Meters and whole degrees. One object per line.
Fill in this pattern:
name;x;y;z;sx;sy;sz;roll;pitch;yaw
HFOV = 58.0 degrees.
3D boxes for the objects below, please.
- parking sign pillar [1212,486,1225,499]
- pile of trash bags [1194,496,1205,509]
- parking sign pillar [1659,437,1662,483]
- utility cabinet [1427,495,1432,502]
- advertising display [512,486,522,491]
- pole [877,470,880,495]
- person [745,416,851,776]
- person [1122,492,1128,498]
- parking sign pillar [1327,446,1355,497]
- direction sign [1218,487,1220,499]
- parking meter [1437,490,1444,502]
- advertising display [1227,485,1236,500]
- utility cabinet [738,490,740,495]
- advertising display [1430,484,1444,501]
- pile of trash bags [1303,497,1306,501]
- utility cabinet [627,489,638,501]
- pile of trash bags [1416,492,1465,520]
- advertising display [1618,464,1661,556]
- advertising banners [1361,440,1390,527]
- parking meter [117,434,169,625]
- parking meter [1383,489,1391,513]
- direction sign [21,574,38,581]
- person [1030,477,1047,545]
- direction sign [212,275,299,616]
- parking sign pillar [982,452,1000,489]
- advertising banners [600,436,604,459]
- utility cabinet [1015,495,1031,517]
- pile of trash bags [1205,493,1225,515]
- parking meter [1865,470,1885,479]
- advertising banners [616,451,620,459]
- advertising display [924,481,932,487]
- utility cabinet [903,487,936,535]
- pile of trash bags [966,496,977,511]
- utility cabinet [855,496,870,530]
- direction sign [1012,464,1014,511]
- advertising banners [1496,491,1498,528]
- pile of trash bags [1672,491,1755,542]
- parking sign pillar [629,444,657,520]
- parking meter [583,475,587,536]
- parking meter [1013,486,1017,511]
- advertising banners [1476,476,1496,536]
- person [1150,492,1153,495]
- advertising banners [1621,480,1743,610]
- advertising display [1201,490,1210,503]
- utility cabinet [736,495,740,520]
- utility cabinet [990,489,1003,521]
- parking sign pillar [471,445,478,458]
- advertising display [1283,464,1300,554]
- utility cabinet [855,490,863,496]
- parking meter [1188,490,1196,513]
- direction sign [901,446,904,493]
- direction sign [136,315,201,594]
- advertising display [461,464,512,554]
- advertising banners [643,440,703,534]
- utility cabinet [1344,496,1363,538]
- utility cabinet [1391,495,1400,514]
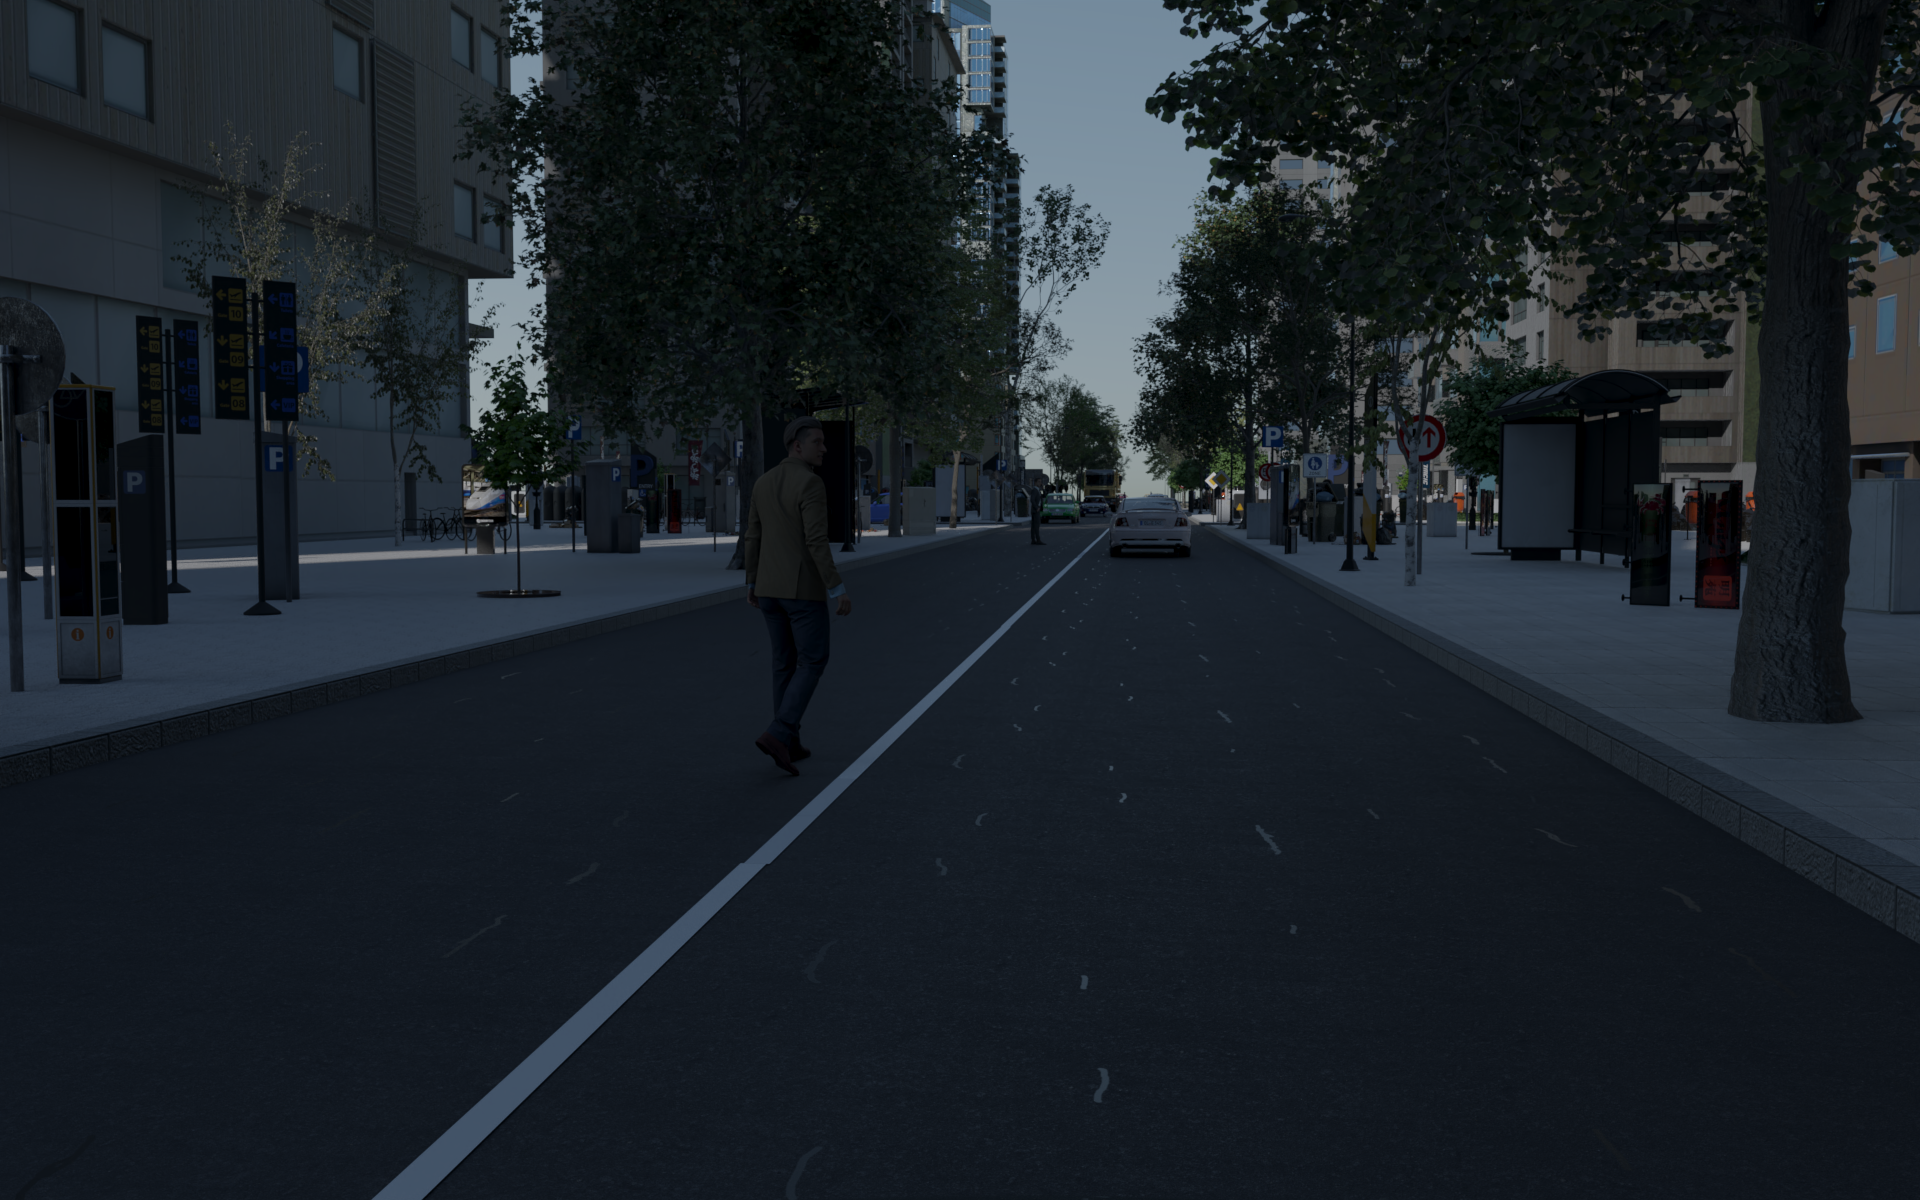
parking sign pillar;18.454;-8.190;122.376;1.447;3.967;1.447;1;4;16
pile of trash bags;20.573;-8.224;144.208;1.912;1.369;3.447;0;4;-4
parking sign pillar;32.513;-5.707;81.785;1.447;3.967;1.447;-2;4;-29
utility cabinet;26.656;-5.324;98.203;0.306;1.237;1.020;1;4;19
advertising display;-31.023;-7.085;121.053;0.974;1.923;0.123;2;4;32
pole;-6.799;-9.236;144.850;0.158;3.312;0.155;0;3;0
person;-0.855;-0.039;9.043;0.656;1.842;0.836;1;4;13
person;23.156;-14.293;242.871;1.217;1.739;0.721;-3;5;-40
parking sign pillar;18.703;-5.908;85.062;1.447;3.967;1.447;3;5;41
direction sign;17.363;-7.589;116.076;0.876;3.537;0.379;-2;4;-28
parking meter;27.560;-5.560;99.322;0.372;1.533;0.369;0;3;0
advertising display;15.924;-5.912;101.877;0.123;1.923;0.974;-2;4;-26
utility cabinet;-11.373;-5.089;91.877;0.318;1.500;1.173;-2;4;-32
advertising display;30.148;-6.378;109.493;0.974;1.923;0.123;-2;4;-24
pile of trash bags;28.928;-8.482;148.436;3.447;1.369;1.912;1;4;21
utility cabinet;-29.153;-8.860;153.544;1.173;1.500;0.318;0;4;1
pile of trash bags;23.304;-4.508;83.460;1.912;1.369;3.447;-1;4;-15
advertising display;14.157;-1.892;36.140;0.974;1.923;0.123;-1;4;-17
advertising banners;13.446;-3.648;55.838;0.090;3.025;2.074;2;4;35
parking meter;-8.046;-0.692;17.028;0.399;1.863;0.255;0;4;5
parking meter;22.169;-4.988;89.968;0.372;1.533;0.369;0;3;0
direction sign;-13.862;-2.050;25.518;0.876;3.537;0.379;2;4;24
person;2.232;-2.525;49.138;0.474;1.900;0.648;0;4;4
direction sign;-7.428;-1.611;18.337;0.876;3.537;0.379;-3;5;-45
parking sign pillar;2.017;-7.572;112.275;1.447;3.967;1.447;2;4;29
advertising banners;-10.762;-3.371;51.309;0.090;3.025;2.074;0;4;2
utility cabinet;3.659;-5.338;98.444;1.020;1.237;0.306;1;4;21
pile of trash bags;16.123;-5.824;104.969;1.912;1.369;3.447;0;4;2
parking meter;22.014;-2.201;41.704;0.255;1.863;0.399;-2;4;-24
advertising banners;-14.132;-4.546;70.512;0.090;3.025;2.074;-2;4;-27
advertising display;-1.499;-4.768;83.166;0.123;1.923;0.974;1;4;23
utility cabinet;-1.248;-2.751;53.658;0.318;1.500;1.173;3;5;44
pile of trash bags;1.397;-7.604;134.074;1.912;1.369;3.447;3;5;44
utility cabinet;-3.719;-3.096;61.786;1.020;1.237;0.306;0;4;5
direction sign;3.983;-8.514;131.201;0.379;3.537;0.876;0;3;0
advertising banners;19.651;-4.057;62.518;0.090;3.025;2.074;-2;4;-28
pile of trash bags;21.187;-2.296;47.298;1.912;1.369;3.447;-2;4;-25
parking sign pillar;-15.648;-5.941;85.614;1.447;3.967;1.447;0;4;3
parking meter;-11.343;-2.905;53.213;0.255;1.863;0.399;3;5;43
parking meter;3.677;-6.504;112.047;0.399;1.863;0.255;3;5;43
advertising banners;15.938;-3.459;52.743;0.090;3.025;2.074;2;4;30
person;30.492;-16.424;276.903;0.709;1.838;0.599;-2;4;-33
advertising banners;8.455;-1.415;19.324;2.074;3.025;0.090;3;5;43
advertising display;20.833;-8.651;146.657;0.974;1.923;0.123;-2;4;-32
utility cabinet;-10.838;-4.640;87.021;0.306;1.237;1.020;-3;5;-40
utility cabinet;1.764;-4.560;83.243;0.318;1.500;1.173;1;4;18
parking sign pillar;-19.070;-4.808;67.076;1.447;3.967;1.447;2;4;27
advertising display;7.121;-1.957;37.210;0.123;1.923;0.974;2;4;25
utility cabinet;-5.482;-4.797;87.112;1.173;1.500;0.318;-1;4;-12
parking meter;15.806;-6.735;118.531;0.372;1.533;0.369;0;3;0
direction sign;-2.718;-5.504;81.981;0.379;3.537;0.876;-1;4;-9
direction sign;-10.199;-1.859;22.393;0.379;3.537;0.876;2;4;30
advertising display;-10.128;-1.941;36.948;0.974;1.923;0.123;0;4;3
advertising banners;-9.296;-3.670;56.187;2.074;3.025;0.090;1;4;13
utility cabinet;10.354;-2.083;45.226;0.306;1.237;1.020;3;4;36
utility cabinet;27.318;-5.896;107.561;1.020;1.237;0.306;0;4;7
